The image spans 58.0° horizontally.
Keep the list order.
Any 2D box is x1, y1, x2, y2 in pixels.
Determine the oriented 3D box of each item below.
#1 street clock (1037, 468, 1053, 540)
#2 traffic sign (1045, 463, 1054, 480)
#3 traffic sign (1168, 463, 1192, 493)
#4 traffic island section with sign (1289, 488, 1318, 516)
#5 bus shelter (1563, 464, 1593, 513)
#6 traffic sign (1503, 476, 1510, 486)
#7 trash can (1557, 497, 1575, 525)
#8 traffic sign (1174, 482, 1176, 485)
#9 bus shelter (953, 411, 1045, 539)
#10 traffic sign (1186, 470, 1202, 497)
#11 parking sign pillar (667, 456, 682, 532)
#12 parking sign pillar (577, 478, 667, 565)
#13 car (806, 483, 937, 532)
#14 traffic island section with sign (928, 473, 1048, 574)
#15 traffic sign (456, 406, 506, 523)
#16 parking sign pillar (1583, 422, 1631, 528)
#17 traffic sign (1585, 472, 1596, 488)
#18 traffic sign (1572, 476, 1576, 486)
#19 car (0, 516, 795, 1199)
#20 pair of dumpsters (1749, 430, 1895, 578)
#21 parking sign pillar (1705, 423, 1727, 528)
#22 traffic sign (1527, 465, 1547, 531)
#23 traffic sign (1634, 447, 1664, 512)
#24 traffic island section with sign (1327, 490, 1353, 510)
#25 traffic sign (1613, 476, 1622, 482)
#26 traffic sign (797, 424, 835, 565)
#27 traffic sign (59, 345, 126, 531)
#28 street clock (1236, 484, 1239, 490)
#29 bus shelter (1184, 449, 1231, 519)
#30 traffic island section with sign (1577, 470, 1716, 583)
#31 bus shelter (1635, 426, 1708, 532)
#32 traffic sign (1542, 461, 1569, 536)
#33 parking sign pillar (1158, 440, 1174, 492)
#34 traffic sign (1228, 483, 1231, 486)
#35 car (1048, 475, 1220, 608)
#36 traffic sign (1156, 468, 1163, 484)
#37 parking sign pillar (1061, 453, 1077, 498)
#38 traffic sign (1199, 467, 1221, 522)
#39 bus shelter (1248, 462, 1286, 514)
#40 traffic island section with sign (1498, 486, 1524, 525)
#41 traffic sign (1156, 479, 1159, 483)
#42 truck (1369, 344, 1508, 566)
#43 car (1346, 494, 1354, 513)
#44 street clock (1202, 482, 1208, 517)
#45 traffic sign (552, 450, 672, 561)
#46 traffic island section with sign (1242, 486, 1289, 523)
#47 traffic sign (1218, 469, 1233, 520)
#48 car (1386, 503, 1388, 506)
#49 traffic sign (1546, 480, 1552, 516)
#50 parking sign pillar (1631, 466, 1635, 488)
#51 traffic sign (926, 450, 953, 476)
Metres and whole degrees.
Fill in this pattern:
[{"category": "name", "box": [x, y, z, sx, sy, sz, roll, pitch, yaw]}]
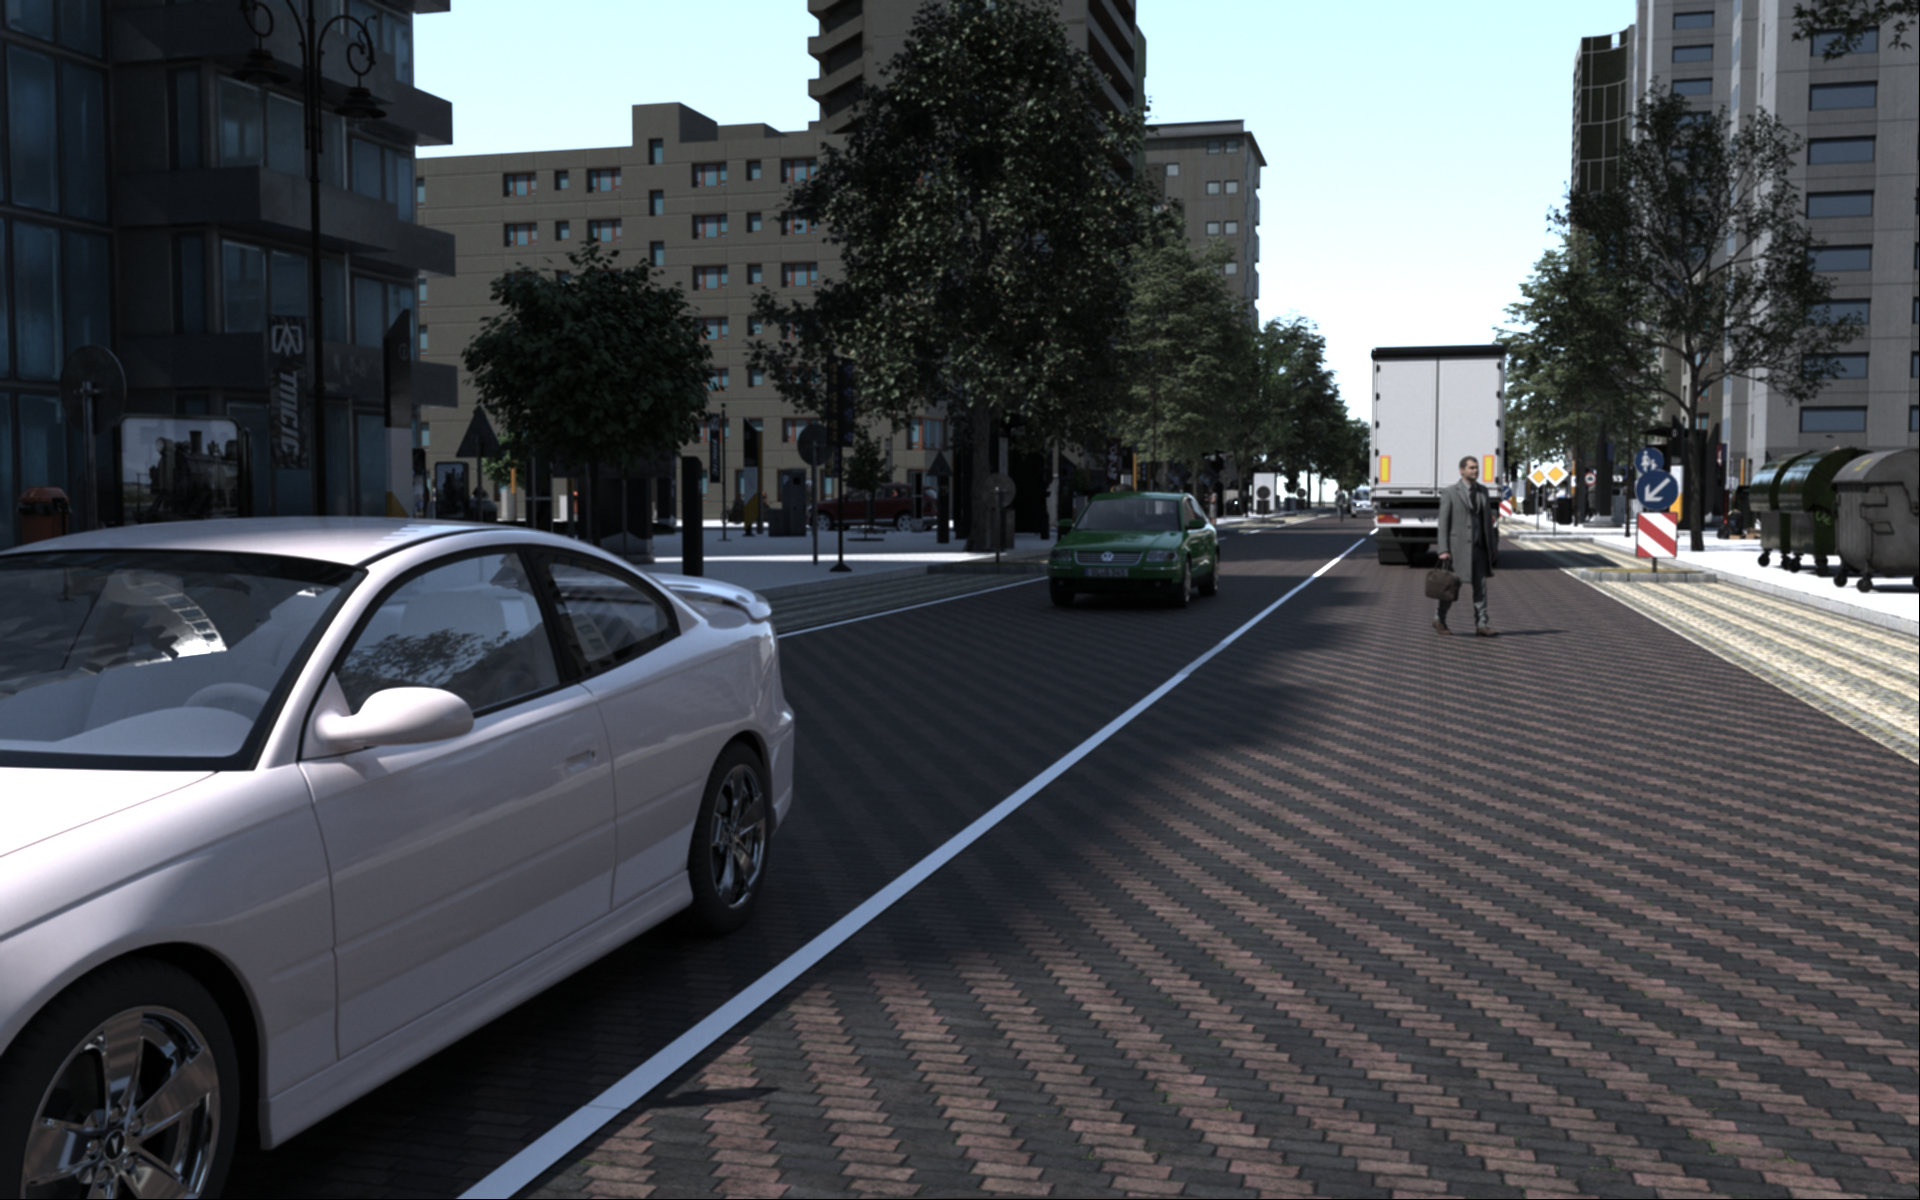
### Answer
[{"category": "street clock", "box": [2.400, -2.704, 48.775, 0.358, 2.002, 0.471, 3, 4, 36]}, {"category": "traffic sign", "box": [3.051, -3.913, 63.975, 0.884, 2.594, 0.081, 2, 4, 24]}, {"category": "traffic sign", "box": [7.035, -3.170, 55.467, 0.795, 2.450, 0.064, 1, 4, 15]}, {"category": "traffic island section with sign", "box": [22.004, -6.287, 111.413, 1.989, 1.847, 2.006, 1, 4, 15]}, {"category": "bus shelter", "box": [41.612, -7.561, 117.543, 2.014, 3.302, 5.546, 1, 4, 15]}, {"category": "traffic sign", "box": [39.131, -7.616, 124.624, 0.768, 2.556, 0.104, 2, 4, 24]}, {"category": "trash can", "box": [25.194, -3.699, 72.125, 0.748, 1.137, 0.748, 0, 3, 0]}, {"category": "traffic sign", "box": [11.959, -5.939, 97.203, 0.768, 2.556, 0.104, 1, 4, 19]}, {"category": "bus shelter", "box": [1.400, -3.700, 51.771, 1.731, 3.624, 6.357, 1, 4, 15]}, {"category": "traffic sign", "box": [12.069, -5.471, 89.456, 0.884, 2.594, 0.081, 2, 4, 25]}, {"category": "parking sign pillar", "box": [-9.958, -4.302, 58.812, 1.447, 3.967, 1.447, 0, 4, 1]}, {"category": "parking sign pillar", "box": [-6.348, -2.650, 31.807, 1.447, 3.967, 1.447, 0, 4, 5]}, {"category": "car", "box": [-3.059, -3.263, 62.024, 5.304, 1.827, 2.281, 1, 4, 16]}, {"category": "traffic island section with sign", "box": [0.621, -1.410, 31.674, 1.989, 1.847, 2.006, 1, 4, 15]}, {"category": "traffic sign", "box": [-7.001, -1.545, 25.257, 0.884, 2.594, 0.081, 1, 4, 22]}, {"category": "parking sign pillar", "box": [24.453, -4.728, 65.776, 1.447, 3.967, 1.447, 1, 4, 12]}, {"category": "traffic sign", "box": [36.651, -6.157, 100.771, 0.768, 2.556, 0.104, 1, 4, 18]}, {"category": "traffic sign", "box": [34.996, -5.881, 98.287, 0.606, 2.300, 0.079, 1, 4, 22]}, {"category": "car", "box": [-1.942, 0.475, 4.602, 2.083, 1.381, 4.827, 1, 4, 15]}, {"category": "pair of dumpsters", "box": [14.184, -1.586, 28.426, 1.574, 2.255, 4.437, 1, 4, 15]}, {"category": "parking sign pillar", "box": [28.955, -4.766, 66.404, 1.447, 3.967, 1.447, 0, 4, 8]}, {"category": "traffic sign", "box": [20.105, -3.461, 60.222, 0.795, 2.450, 0.064, 1, 4, 15]}, {"category": "traffic sign", "box": [18.783, -2.885, 47.274, 0.768, 2.556, 0.104, 1, 4, 17]}, {"category": "traffic island section with sign", "box": [34.929, -9.237, 159.646, 1.989, 1.847, 2.006, 1, 4, 15]}, {"category": "traffic sign", "box": [36.024, -5.687, 95.115, 0.606, 2.300, 0.079, 1, 4, 15]}, {"category": "traffic sign", "box": [-2.619, -1.908, 31.300, 0.768, 2.556, 0.104, 2, 4, 24]}, {"category": "traffic sign", "box": [-7.419, -0.898, 14.794, 0.768, 2.556, 0.104, 1, 4, 23]}, {"category": "street clock", "box": [20.662, -7.566, 128.273, 0.358, 2.002, 0.471, 3, 5, 44]}, {"category": "bus shelter", "box": [13.282, -6.212, 92.850, 1.731, 3.624, 6.357, 1, 4, 15]}, {"category": "traffic island section with sign", "box": [11.364, -1.233, 28.795, 1.989, 1.847, 2.006, 1, 4, 15]}, {"category": "bus shelter", "box": [25.475, -4.336, 62.175, 1.731, 3.624, 6.357, 1, 4, 15]}, {"category": "traffic sign", "box": [18.037, -2.989, 52.508, 0.795, 2.450, 0.064, 1, 4, 15]}, {"category": "parking sign pillar", "box": [10.411, -6.045, 87.309, 1.447, 3.967, 1.447, 2, 4, 25]}, {"category": "traffic sign", "box": [17.512, -7.030, 114.945, 0.884, 2.594, 0.081, 1, 4, 16]}, {"category": "car", "box": [2.418, -0.893, 23.404, 1.959, 1.807, 4.718, 1, 4, 16]}, {"category": "traffic sign", "box": [9.918, -5.170, 84.638, 0.768, 2.556, 0.104, 1, 4, 22]}, {"category": "parking sign pillar", "box": [7.026, -7.638, 113.358, 1.447, 3.967, 1.447, 3, 5, 41]}, {"category": "traffic sign", "box": [9.103, -3.642, 63.181, 0.795, 2.450, 0.064, 1, 4, 15]}, {"category": "bus shelter", "box": [19.912, -7.248, 112.425, 2.014, 3.302, 5.546, 1, 4, 15]}, {"category": "traffic island section with sign", "box": [25.582, -4.477, 81.826, 1.989, 1.847, 2.006, 1, 4, 15]}, {"category": "traffic sign", "box": [10.485, -5.413, 89.691, 0.795, 2.450, 0.064, 1, 4, 23]}, {"category": "truck", "box": [10.609, -3.005, 38.053, 2.839, 4.237, 11.283, 1, 4, 17]}, {"category": "car", "box": [30.629, -7.503, 132.900, 2.015, 1.641, 3.980, 1, 4, 15]}, {"category": "street clock", "box": [11.919, -4.870, 84.190, 0.358, 2.002, 0.471, 0, 4, 8]}, {"category": "traffic sign", "box": [-5.466, -2.010, 26.735, 2.265, 3.308, 0.079, 1, 4, 20]}, {"category": "traffic island section with sign", "box": [14.937, -4.675, 85.057, 1.989, 1.847, 2.006, 1, 4, 15]}, {"category": "traffic sign", "box": [13.361, -5.331, 87.269, 0.768, 2.556, 0.104, 1, 4, 21]}, {"category": "car", "box": [20.074, -3.980, 77.434, 2.083, 1.381, 4.827, 1, 4, 16]}, {"category": "traffic sign", "box": [34.319, -6.131, 100.340, 0.768, 2.556, 0.104, 1, 4, 21]}, {"category": "parking sign pillar", "box": [44.201, -7.753, 115.241, 1.447, 3.967, 1.447, -3, 5, -44]}, {"category": "traffic sign", "box": [-0.602, -3.153, 51.555, 0.884, 2.594, 0.081, 1, 4, 22]}]
